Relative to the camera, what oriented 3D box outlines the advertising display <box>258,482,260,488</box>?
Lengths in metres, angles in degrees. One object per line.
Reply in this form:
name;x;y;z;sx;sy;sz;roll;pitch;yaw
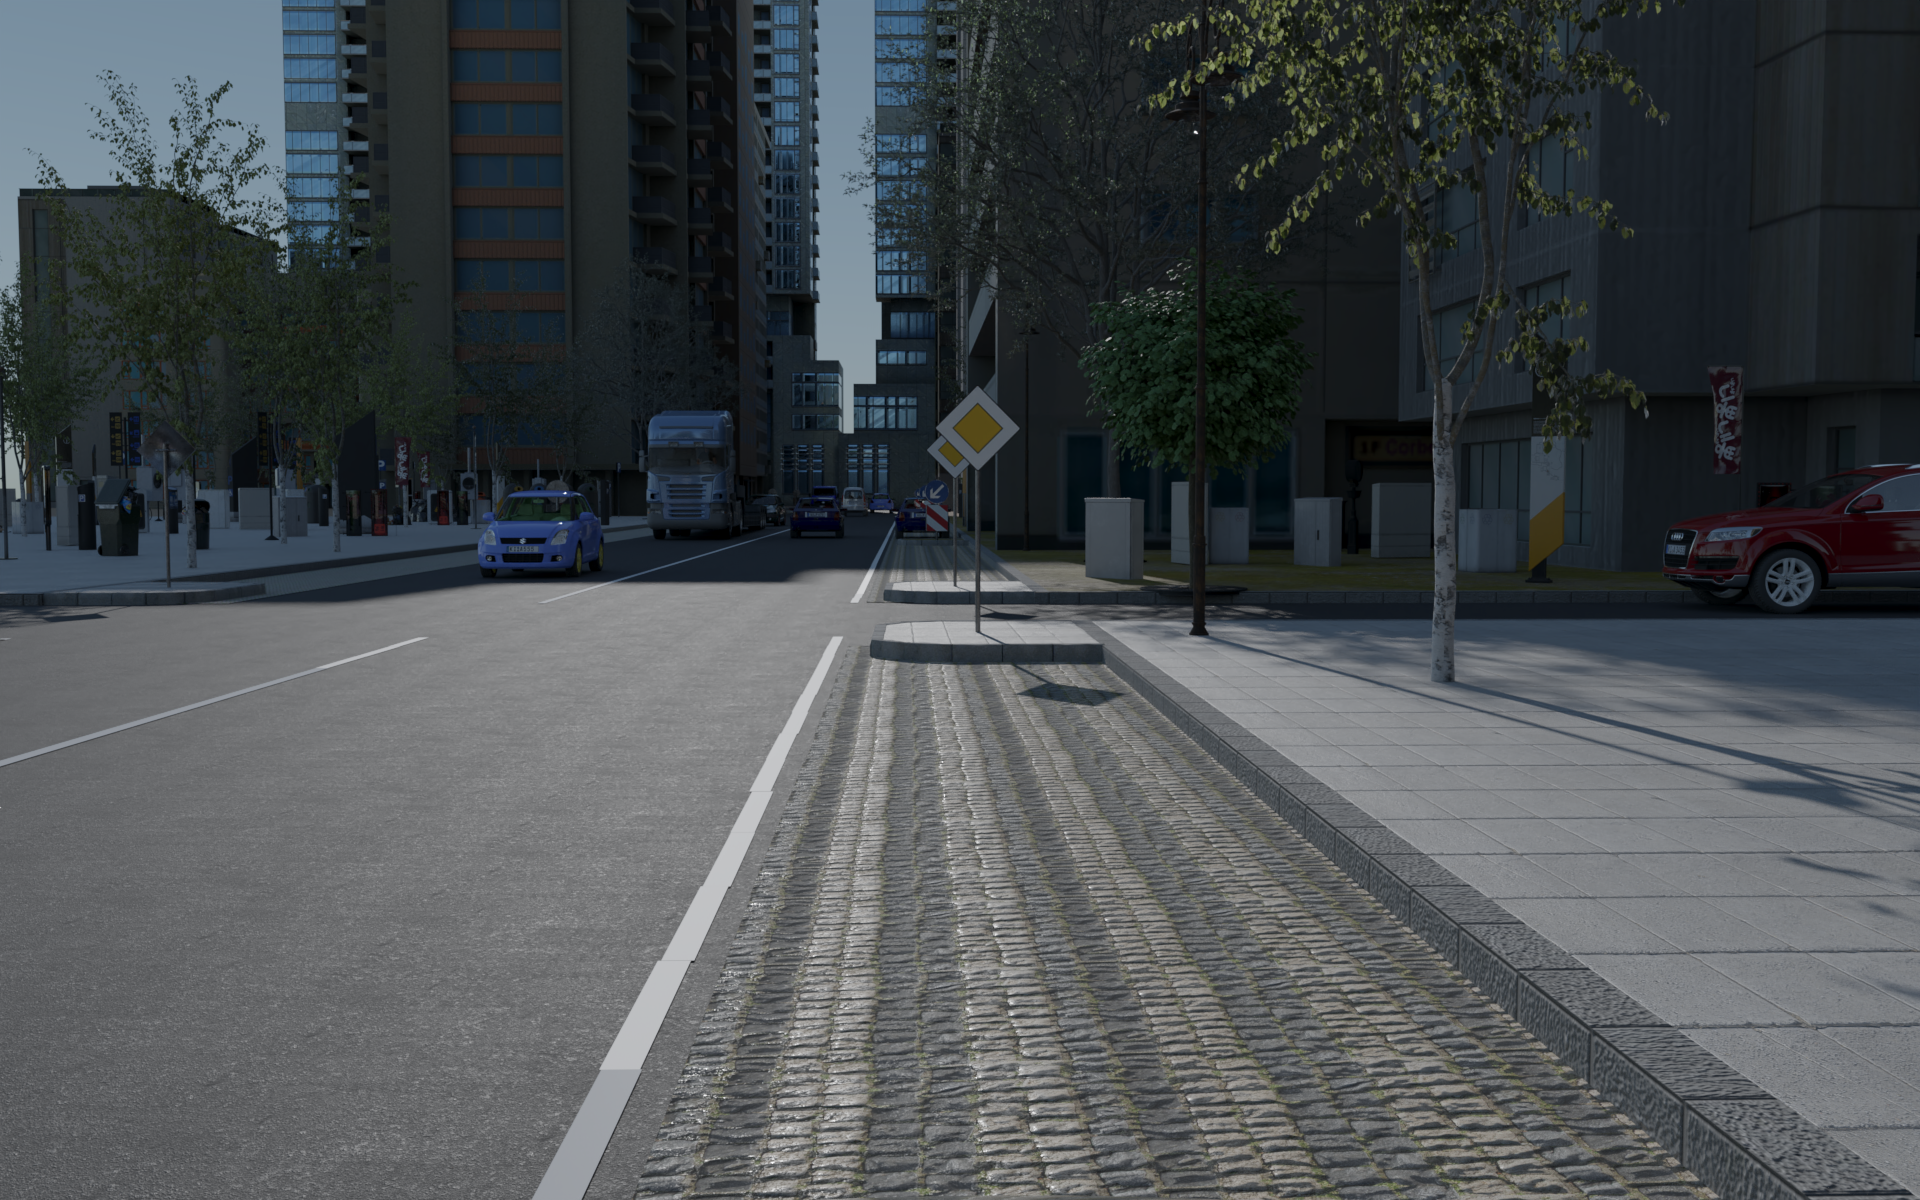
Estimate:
advertising display;-37.826;-5.381;93.187;0.123;1.923;0.974;0;4;-7

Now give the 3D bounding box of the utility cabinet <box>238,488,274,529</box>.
utility cabinet;-25.319;-3.283;62.352;1.173;1.500;0.318;-2;4;-31

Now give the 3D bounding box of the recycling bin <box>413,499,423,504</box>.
recycling bin;-26.253;-4.322;83.219;0.722;1.027;0.722;0;4;-4

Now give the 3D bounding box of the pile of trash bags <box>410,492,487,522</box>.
pile of trash bags;-23.777;-4.330;80.543;3.447;1.369;1.912;-2;4;-25

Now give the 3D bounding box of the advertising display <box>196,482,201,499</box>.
advertising display;-39.998;-5.235;90.808;0.123;1.923;0.974;-3;5;-43

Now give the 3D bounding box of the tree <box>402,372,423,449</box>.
tree;-28.778;-8.914;96.105;4.360;8.622;3.978;0;3;0

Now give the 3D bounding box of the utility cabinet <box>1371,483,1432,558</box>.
utility cabinet;8.822;-1.588;34.647;1.173;1.500;0.318;-1;4;-17

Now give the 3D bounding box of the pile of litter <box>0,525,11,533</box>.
pile of litter;-32.210;-2.645;57.219;1.176;0.858;1.719;3;5;40

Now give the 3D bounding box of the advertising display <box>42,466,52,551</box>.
advertising display;-20.813;-2.096;39.485;0.123;1.923;0.974;-2;4;-30

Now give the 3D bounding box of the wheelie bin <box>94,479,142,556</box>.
wheelie bin;-17.460;-1.714;35.933;0.980;1.594;0.693;1;4;20

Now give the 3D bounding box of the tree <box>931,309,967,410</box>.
tree;1.062;-7.029;65.288;4.360;8.622;3.978;0;3;0

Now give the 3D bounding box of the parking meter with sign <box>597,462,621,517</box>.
parking meter with sign;-19.660;-6.081;95.691;1.738;3.016;0.543;0;4;8

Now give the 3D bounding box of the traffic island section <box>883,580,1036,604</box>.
traffic island section;-0.048;-0.111;24.096;2.009;0.180;2.903;0;4;-2

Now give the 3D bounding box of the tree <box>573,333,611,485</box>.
tree;-17.068;-7.582;74.334;4.360;8.622;3.978;0;3;0

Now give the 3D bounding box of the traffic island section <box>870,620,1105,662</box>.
traffic island section;0.186;0.377;16.114;2.009;0.180;2.903;0;4;-2

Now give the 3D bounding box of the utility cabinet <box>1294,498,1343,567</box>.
utility cabinet;6.421;-1.221;31.121;0.306;1.237;1.020;-2;4;-27

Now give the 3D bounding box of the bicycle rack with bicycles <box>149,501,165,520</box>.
bicycle rack with bicycles;-39.691;-4.368;84.796;2.852;0.926;2.925;-2;4;-31

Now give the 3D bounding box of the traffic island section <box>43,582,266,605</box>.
traffic island section;-10.885;-0.092;23.784;2.009;0.180;2.903;0;4;-2

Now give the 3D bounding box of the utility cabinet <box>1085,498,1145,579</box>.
utility cabinet;2.362;-0.936;26.463;0.306;1.237;1.020;-3;4;-38

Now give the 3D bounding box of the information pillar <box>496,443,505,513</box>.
information pillar;-20.818;-5.326;78.435;0.183;3.616;0.504;2;4;23

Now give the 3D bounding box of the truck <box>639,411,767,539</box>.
truck;-8.761;-4.404;61.770;2.967;4.110;18.799;0;4;-2

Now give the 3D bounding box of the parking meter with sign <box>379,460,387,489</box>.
parking meter with sign;-29.312;-5.595;87.743;0.543;3.016;1.738;-1;4;-21

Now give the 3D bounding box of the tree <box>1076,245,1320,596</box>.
tree;3.189;-2.407;23.072;4.285;4.588;4.351;0;3;0

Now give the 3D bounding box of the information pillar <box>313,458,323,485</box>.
information pillar;-34.136;-6.171;92.244;0.504;3.616;0.183;-1;4;-22

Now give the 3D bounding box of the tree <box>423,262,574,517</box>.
tree;-14.837;-6.458;55.952;4.360;8.622;3.978;0;3;0

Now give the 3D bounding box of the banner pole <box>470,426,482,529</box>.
banner pole;-17.699;-4.481;63.276;0.401;3.779;0.863;-1;4;-20

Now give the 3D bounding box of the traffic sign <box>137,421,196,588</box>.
traffic sign;-10.862;-1.228;23.723;0.795;2.450;0.064;0;4;-2

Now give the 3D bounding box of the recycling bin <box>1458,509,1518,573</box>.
recycling bin;8.690;-0.977;28.524;0.722;1.027;0.722;-1;4;-8

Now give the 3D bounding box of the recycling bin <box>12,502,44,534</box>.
recycling bin;-30.180;-2.662;56.076;0.722;1.027;0.722;3;5;39

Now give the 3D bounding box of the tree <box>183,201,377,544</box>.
tree;-17.261;-5.765;44.613;4.360;8.622;3.978;0;3;0

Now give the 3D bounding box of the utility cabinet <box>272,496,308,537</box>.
utility cabinet;-20.180;-2.510;52.198;0.306;1.237;1.020;2;4;32

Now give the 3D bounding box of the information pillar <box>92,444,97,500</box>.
information pillar;-40.540;-5.492;81.149;0.183;3.616;0.504;-1;4;-15

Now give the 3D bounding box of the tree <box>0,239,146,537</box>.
tree;-28.062;-6.218;52.027;4.737;8.622;4.395;0;3;0

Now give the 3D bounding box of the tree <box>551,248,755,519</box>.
tree;-15.725;-10.846;87.709;12.009;13.543;11.850;0;3;0

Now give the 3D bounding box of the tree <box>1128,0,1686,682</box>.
tree;3.142;-3.736;11.451;4.360;8.622;3.978;0;3;0

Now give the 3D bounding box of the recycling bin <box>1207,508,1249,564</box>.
recycling bin;4.923;-1.184;31.919;0.722;1.027;0.722;0;4;2

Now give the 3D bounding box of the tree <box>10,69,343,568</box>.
tree;-13.529;-4.851;29.679;4.737;8.622;4.395;0;3;0

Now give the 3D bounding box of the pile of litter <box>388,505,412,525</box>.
pile of litter;-23.402;-3.518;71.486;1.719;0.858;1.176;-3;4;-37

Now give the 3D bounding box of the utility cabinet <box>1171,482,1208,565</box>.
utility cabinet;4.179;-1.394;31.477;0.318;1.500;1.173;-1;4;-11

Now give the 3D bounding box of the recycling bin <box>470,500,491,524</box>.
recycling bin;-20.678;-3.801;74.695;0.722;1.027;0.722;0;4;-4

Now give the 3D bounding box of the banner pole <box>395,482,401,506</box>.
banner pole;-25.147;-5.349;77.474;0.401;3.779;0.863;-2;4;-32

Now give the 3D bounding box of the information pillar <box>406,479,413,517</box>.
information pillar;-26.030;-4.722;81.700;0.304;2.012;0.304;2;4;34

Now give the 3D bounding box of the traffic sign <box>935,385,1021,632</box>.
traffic sign;0.163;-0.758;16.036;0.795;2.450;0.064;0;4;-2

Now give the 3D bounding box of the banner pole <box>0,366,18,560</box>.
banner pole;-18.941;-2.683;33.890;0.863;3.779;0.401;0;4;4

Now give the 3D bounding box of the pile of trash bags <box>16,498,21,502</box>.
pile of trash bags;-53.167;-5.260;95.749;3.447;1.369;1.912;-3;4;-36

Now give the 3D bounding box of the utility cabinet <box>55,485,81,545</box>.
utility cabinet;-22.129;-2.104;43.074;0.318;1.500;1.173;-1;4;-9

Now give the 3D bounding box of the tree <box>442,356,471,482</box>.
tree;-21.195;-7.102;66.477;4.737;8.622;4.395;0;3;0

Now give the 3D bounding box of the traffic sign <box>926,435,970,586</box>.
traffic sign;-0.072;-1.246;24.018;0.795;2.450;0.064;0;4;-2

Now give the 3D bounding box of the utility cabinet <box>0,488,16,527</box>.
utility cabinet;-37.301;-3.579;67.203;0.318;1.500;1.173;3;4;37

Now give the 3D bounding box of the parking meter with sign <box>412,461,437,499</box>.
parking meter with sign;-28.446;-5.917;92.999;1.738;3.016;0.543;-1;4;-13

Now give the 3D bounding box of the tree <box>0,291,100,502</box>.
tree;-33.379;-6.878;62.812;4.360;8.622;3.978;0;3;0

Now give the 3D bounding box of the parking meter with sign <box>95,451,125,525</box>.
parking meter with sign;-34.880;-4.561;70.841;1.738;3.016;0.543;2;4;29

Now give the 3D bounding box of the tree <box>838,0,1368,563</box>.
tree;2.851;-7.454;32.238;12.009;13.543;11.850;0;3;0

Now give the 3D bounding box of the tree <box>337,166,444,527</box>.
tree;-14.054;-5.366;38.100;4.737;8.622;4.395;0;3;0

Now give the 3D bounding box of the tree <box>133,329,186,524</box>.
tree;-33.649;-7.583;74.350;4.360;8.622;3.978;0;3;0

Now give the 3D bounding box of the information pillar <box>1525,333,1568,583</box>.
information pillar;8.435;-2.050;24.875;0.504;3.616;0.183;2;4;35

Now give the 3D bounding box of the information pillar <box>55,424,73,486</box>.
information pillar;-29.944;-4.074;57.960;0.504;3.616;0.183;-3;4;-37

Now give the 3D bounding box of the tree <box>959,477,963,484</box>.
tree;0.639;-6.558;101.830;1.663;3.219;1.824;0;3;0
